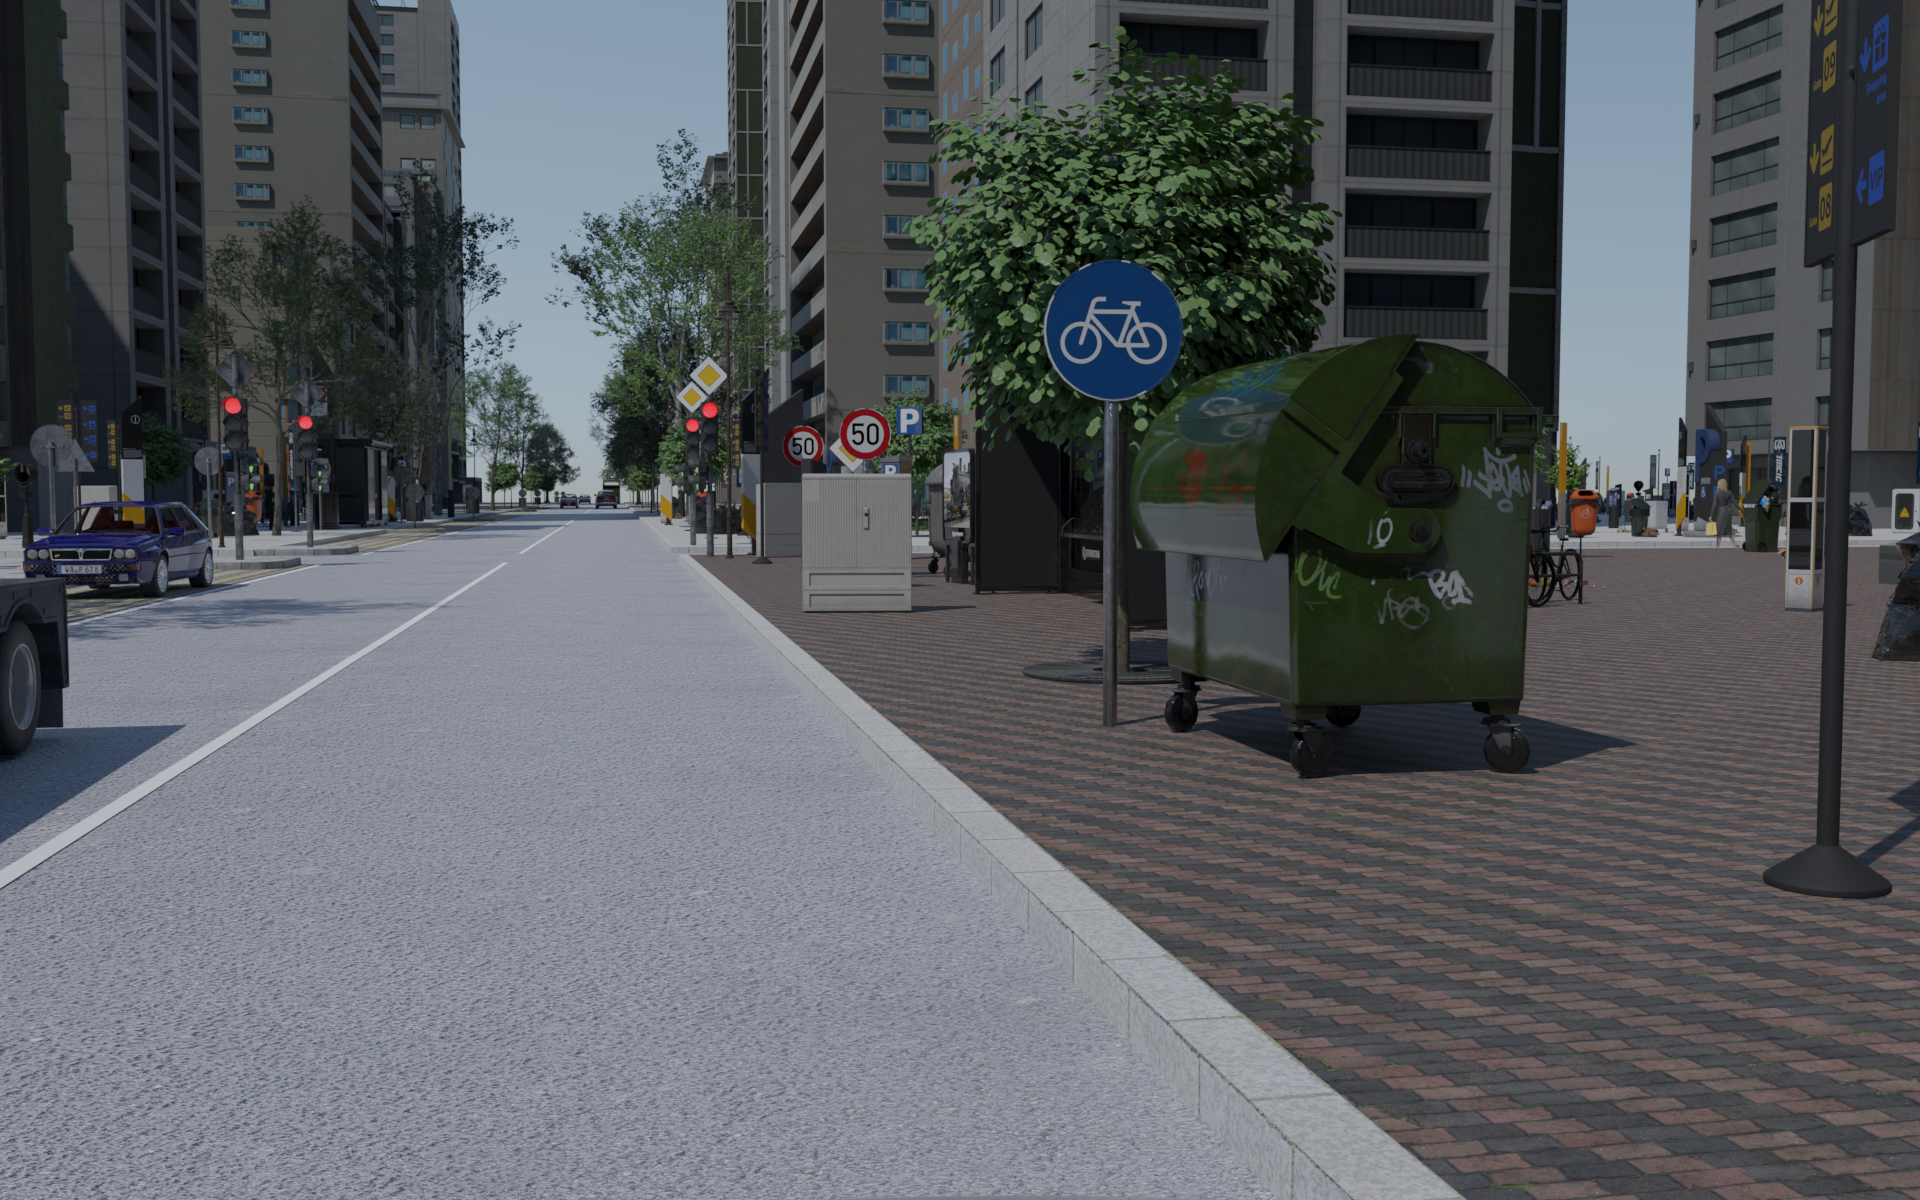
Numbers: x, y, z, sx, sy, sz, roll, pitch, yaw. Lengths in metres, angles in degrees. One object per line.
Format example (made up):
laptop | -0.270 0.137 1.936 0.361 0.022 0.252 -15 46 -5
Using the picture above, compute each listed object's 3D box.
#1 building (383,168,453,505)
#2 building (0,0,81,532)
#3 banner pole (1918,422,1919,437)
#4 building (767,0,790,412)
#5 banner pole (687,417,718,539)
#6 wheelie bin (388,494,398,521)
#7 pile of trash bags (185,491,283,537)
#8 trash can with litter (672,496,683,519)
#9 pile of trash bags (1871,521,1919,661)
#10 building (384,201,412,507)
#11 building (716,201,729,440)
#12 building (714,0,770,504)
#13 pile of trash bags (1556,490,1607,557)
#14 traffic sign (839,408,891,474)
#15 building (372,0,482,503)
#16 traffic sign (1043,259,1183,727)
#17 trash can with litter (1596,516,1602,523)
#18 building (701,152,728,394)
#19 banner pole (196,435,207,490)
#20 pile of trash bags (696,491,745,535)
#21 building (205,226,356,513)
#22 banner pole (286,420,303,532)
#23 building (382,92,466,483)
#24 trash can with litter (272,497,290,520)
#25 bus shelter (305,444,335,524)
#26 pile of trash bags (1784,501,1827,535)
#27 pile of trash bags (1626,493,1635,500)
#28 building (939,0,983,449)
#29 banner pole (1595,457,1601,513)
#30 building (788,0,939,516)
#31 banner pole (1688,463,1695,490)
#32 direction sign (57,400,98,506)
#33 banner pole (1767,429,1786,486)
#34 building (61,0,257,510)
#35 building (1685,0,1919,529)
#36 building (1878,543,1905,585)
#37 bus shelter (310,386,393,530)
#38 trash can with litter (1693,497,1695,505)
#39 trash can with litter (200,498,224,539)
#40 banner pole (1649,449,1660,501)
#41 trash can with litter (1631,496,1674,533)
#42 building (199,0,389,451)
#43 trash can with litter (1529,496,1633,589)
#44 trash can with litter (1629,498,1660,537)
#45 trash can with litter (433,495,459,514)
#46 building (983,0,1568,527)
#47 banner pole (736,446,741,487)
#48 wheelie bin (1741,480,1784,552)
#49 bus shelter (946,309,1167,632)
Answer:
building | -70.026 -32.254 210.950 14.154 41.232 14.086 -1 4 -11
building | -37.665 -17.289 54.372 14.160 30.474 14.107 -1 4 -11
banner pole | 29.798 -3.873 53.347 0.863 3.779 0.401 -1 4 -13
building | -5.970 -37.134 149.139 21.231 58.520 28.212 -1 4 -11
banner pole | -7.409 -3.660 49.862 0.863 3.779 0.401 -1 4 -21
wheelie bin | -26.655 -4.457 80.772 0.980 1.594 0.693 3 5 39
pile of trash bags | -22.573 -2.680 53.572 1.912 1.369 3.447 0 4 6
trash can with litter | -14.653 -4.785 89.622 0.624 1.170 1.055 -3 5 -39
pile of trash bags | 8.680 -0.195 12.939 1.912 1.369 3.447 -3 5 -42
building | -61.476 -24.237 167.977 14.160 30.474 14.107 -1 4 -11
building | -27.071 -34.220 243.094 14.154 41.232 14.086 -1 4 -11
building | -21.401 -48.143 225.389 20.563 71.187 20.611 -1 4 -11
pile of trash bags | 11.238 -1.562 35.295 3.447 1.369 1.912 1 4 9
traffic sign | -1.405 -1.571 25.786 0.768 2.556 0.104 0 4 -3
building | -81.557 -49.898 254.078 20.563 71.187 20.611 -1 4 -11
traffic sign | 0.831 -0.575 9.510 0.768 2.556 0.104 0 4 -5
trash can with litter | 28.037 -4.027 77.234 1.055 1.170 0.624 -1 4 -12
building | -24.462 -41.295 264.417 28.713 52.752 27.495 -1 4 -11
banner pole | -32.300 -5.127 73.846 0.863 3.779 0.401 2 4 35
pile of trash bags | -7.848 -2.855 56.432 1.912 1.369 3.447 -2 4 -30
building | -60.026 -17.073 124.190 27.650 21.520 28.899 -1 4 -11
banner pole | -22.612 -4.203 58.730 0.401 3.779 0.863 -3 4 -37
building | -81.100 -39.192 230.023 28.713 52.752 27.495 -1 4 -11
trash can with litter | -36.302 -4.934 92.066 0.624 1.170 1.055 0 4 2
bus shelter | -28.246 -5.332 78.469 1.731 3.624 6.357 -1 4 -11
pile of trash bags | 27.943 -2.889 56.980 3.447 1.369 1.912 1 4 15
pile of trash bags | 44.905 -6.638 118.280 3.447 1.369 1.912 -2 4 -35
building | 7.041 -26.581 84.711 14.600 45.320 14.200 -1 4 -11
banner pole | 42.809 -7.720 116.237 0.401 3.779 0.863 0 4 -4
building | 0.829 -29.727 109.737 21.300 48.544 21.600 -1 4 -11
banner pole | 50.943 -8.017 121.087 0.401 3.779 0.863 -3 5 -41
direction sign | -21.323 -3.053 41.911 0.876 3.537 0.379 -1 4 -13
banner pole | 31.307 -4.682 66.568 0.401 3.779 0.863 -3 5 -45
building | -45.598 -39.336 81.391 20.563 71.187 20.611 -1 4 -11
building | 38.704 -18.073 67.202 14.107 30.474 14.160 -1 4 -11
building | 24.768 -28.879 14.166 21.231 58.520 28.212 -1 4 -11
bus shelter | -23.568 -5.455 66.825 2.179 5.291 8.768 -1 4 -11
trash can with litter | 42.447 -5.415 99.929 0.624 1.170 1.055 0 4 7
trash can with litter | -21.755 -2.380 50.299 0.624 1.170 1.055 -1 4 -18
banner pole | 38.879 -6.535 96.866 0.863 3.779 0.401 -1 4 -20
trash can with litter | 22.800 -2.845 57.577 2.233 1.210 1.678 1 4 18
building | -61.884 -32.109 148.691 21.300 48.544 21.600 -1 4 -11
trash can with litter | 8.414 -0.825 24.539 1.678 1.210 2.233 2 4 30
trash can with litter | 20.482 -2.465 51.692 0.624 1.170 1.055 -1 4 -16
trash can with litter | -33.335 -6.115 111.038 2.233 1.210 1.678 -1 4 -14
building | 12.971 -38.354 65.347 20.611 71.187 20.563 -1 4 -11
banner pole | -9.861 -5.470 79.455 0.863 3.779 0.401 0 4 -3
wheelie bin | 17.779 -1.864 38.379 0.693 1.594 0.980 0 4 -4
bus shelter | 1.269 -1.705 19.155 1.731 3.624 6.357 -1 4 -11
